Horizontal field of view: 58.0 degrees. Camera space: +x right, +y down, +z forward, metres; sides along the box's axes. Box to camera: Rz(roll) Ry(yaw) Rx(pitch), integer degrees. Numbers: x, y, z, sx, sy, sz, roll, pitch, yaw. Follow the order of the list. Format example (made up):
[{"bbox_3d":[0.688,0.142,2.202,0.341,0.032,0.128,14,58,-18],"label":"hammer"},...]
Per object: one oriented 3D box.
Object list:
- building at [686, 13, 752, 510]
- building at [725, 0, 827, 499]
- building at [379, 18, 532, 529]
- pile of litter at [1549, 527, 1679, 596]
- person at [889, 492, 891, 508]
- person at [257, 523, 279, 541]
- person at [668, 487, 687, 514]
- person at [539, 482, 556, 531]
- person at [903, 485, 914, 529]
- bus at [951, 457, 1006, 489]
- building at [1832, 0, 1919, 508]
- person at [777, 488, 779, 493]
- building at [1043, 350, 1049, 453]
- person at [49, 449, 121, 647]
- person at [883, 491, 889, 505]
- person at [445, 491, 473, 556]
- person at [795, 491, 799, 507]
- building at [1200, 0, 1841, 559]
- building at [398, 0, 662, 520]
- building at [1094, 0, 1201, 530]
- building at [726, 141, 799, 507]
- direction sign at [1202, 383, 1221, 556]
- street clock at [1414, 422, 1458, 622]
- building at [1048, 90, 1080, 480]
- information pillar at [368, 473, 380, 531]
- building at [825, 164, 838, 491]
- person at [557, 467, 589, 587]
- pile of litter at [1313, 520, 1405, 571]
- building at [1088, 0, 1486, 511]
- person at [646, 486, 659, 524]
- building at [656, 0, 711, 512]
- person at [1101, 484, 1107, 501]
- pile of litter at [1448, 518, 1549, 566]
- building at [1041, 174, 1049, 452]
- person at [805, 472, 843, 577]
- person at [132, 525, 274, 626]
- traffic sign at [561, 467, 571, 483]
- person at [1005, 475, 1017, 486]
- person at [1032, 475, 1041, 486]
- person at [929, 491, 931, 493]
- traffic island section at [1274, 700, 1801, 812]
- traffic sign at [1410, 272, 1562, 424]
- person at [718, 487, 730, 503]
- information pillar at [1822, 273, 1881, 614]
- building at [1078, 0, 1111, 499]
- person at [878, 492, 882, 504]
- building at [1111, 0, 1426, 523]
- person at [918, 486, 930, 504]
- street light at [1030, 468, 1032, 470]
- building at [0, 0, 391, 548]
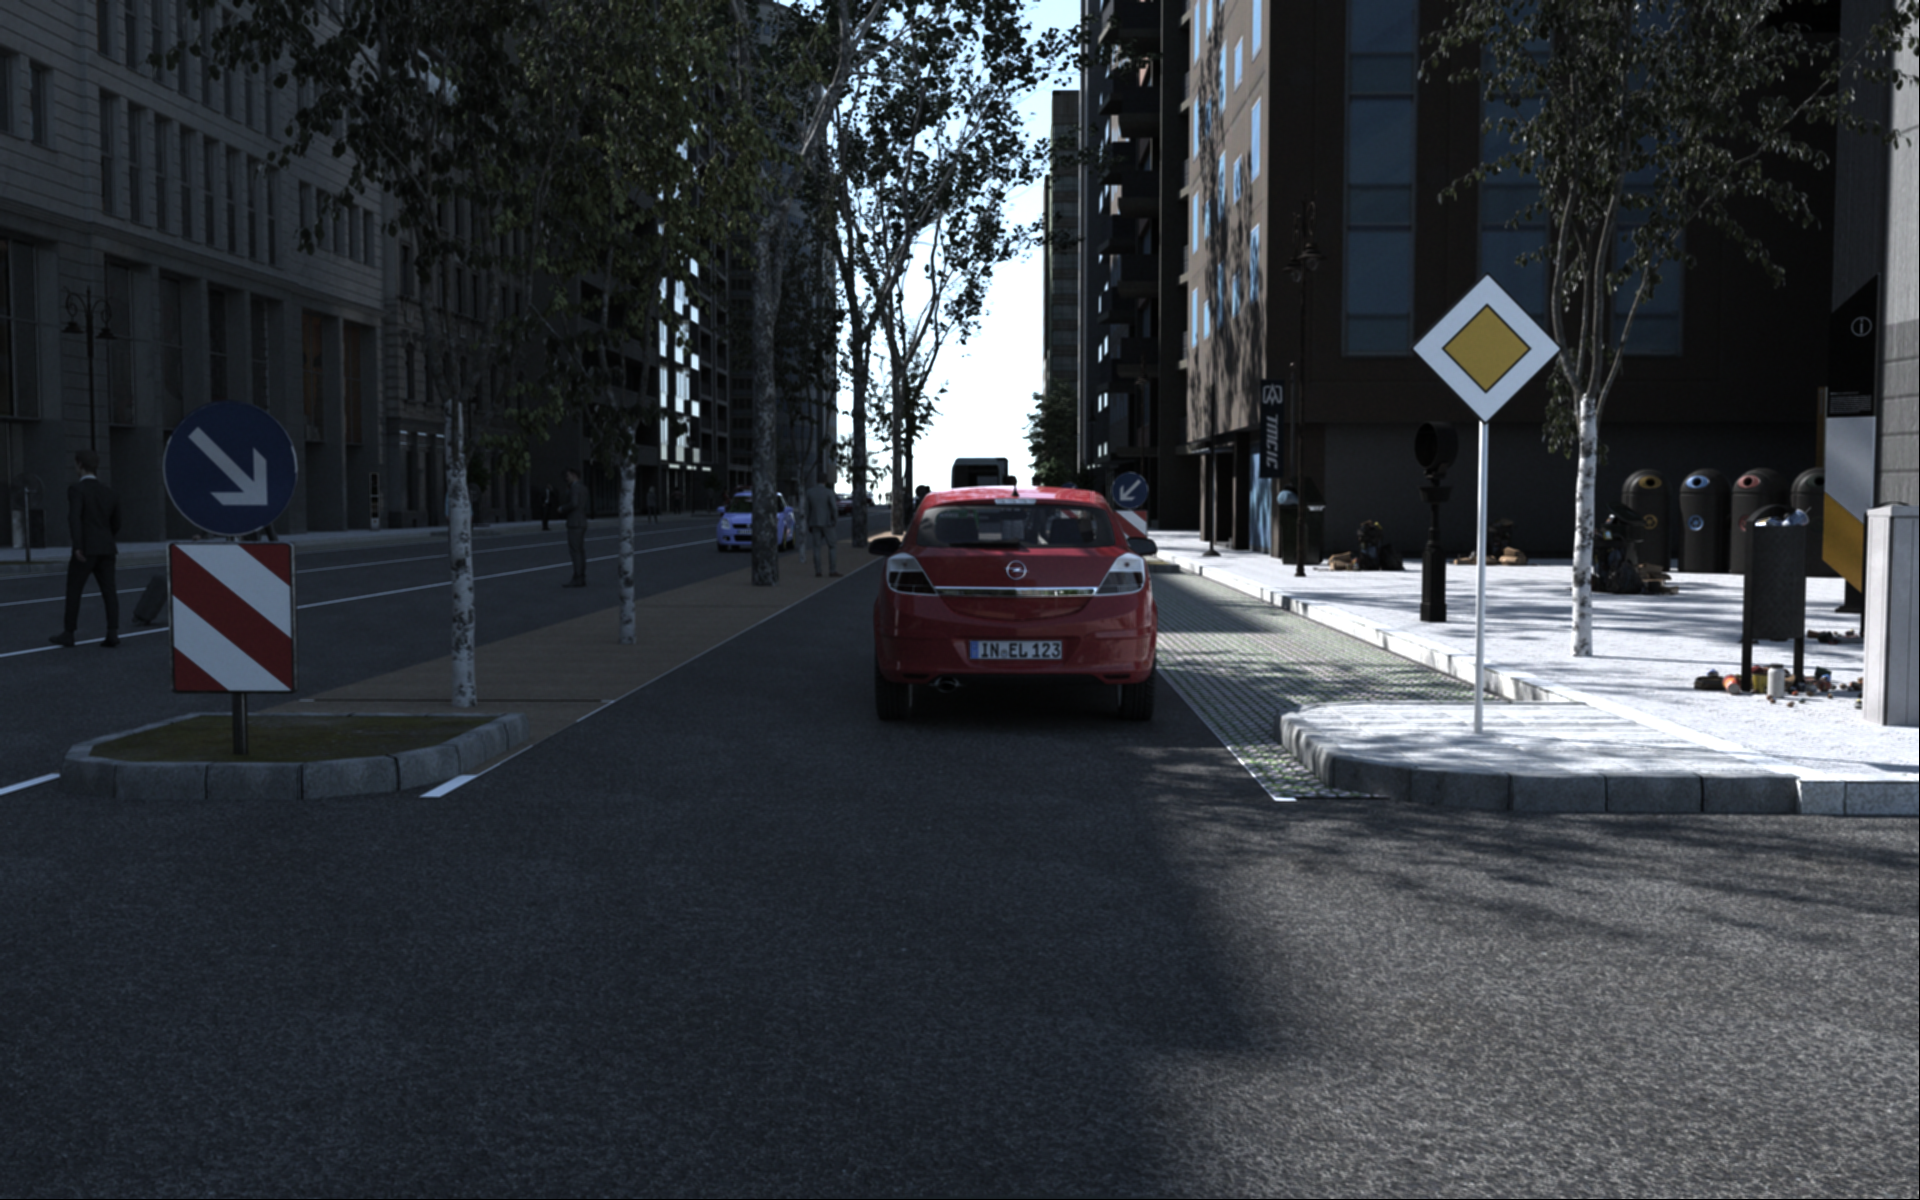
[{"bbox_3d":[-28.494,-43.318,146.498,20.563,71.187,20.611,0,4,1],"label":"building"},{"bbox_3d":[-27.906,-40.659,206.766,21.231,58.520,28.212,0,4,1],"label":"building"},{"bbox_3d":[-25.097,-13.652,72.366,9.793,20.994,18.267,0,4,1],"label":"building"},{"bbox_3d":[8.671,-0.533,22.678,1.176,0.858,1.719,0,4,-3],"label":"pile of litter"},{"bbox_3d":[-6.901,-10.008,172.935,0.445,1.727,0.742,-2,4,-32],"label":"person"},{"bbox_3d":[-17.100,-2.071,42.630,0.678,1.792,0.850,2,4,31],"label":"person"},{"bbox_3d":[-17.854,-6.279,109.420,1.217,1.736,0.721,0,4,-7],"label":"person"},{"bbox_3d":[-16.153,-3.673,67.915,0.474,1.900,0.648,2,4,33],"label":"person"},{"bbox_3d":[-2.096,-3.806,70.910,0.537,1.800,0.526,-2,4,-34],"label":"person"},{"bbox_3d":[1.017,-6.035,93.529,2.948,3.499,13.247,0,4,2],"label":"bus"},{"bbox_3d":[28.787,-29.189,19.242,28.212,58.520,21.231,0,4,1],"label":"building"},{"bbox_3d":[-16.825,-9.425,160.284,0.705,1.807,1.348,2,4,29],"label":"person"},{"bbox_3d":[24.580,-22.637,215.146,27.650,21.520,28.899,0,4,1],"label":"building"},{"bbox_3d":[-8.209,-0.487,16.245,0.755,1.850,0.659,2,4,26],"label":"person"},{"bbox_3d":[-9.621,-13.443,228.237,1.348,1.831,0.705,-1,4,-9],"label":"person"},{"bbox_3d":[-11.534,-1.926,39.850,0.638,1.841,0.748,-1,4,-20],"label":"person"},{"bbox_3d":[-16.514,-10.302,175.952,0.415,1.643,0.593,1,4,21],"label":"person"},{"bbox_3d":[13.036,-23.824,39.639,14.600,45.320,14.200,0,4,1],"label":"building"},{"bbox_3d":[-29.351,-28.857,95.507,21.300,48.544,21.600,0,4,1],"label":"building"},{"bbox_3d":[16.945,-25.347,69.056,22.147,44.769,28.867,0,4,1],"label":"building"},{"bbox_3d":[-33.260,-29.939,181.381,32.217,40.220,23.993,0,4,1],"label":"building"},{"bbox_3d":[5.225,-2.684,35.873,0.379,3.537,0.876,0,4,7],"label":"direction sign"},{"bbox_3d":[4.764,-0.783,17.379,0.358,2.002,0.471,-1,4,-15],"label":"street clock"},{"bbox_3d":[16.274,-30.277,178.622,14.154,41.232,14.086,0,4,1],"label":"building"},{"bbox_3d":[-20.287,-3.393,59.974,0.304,2.012,0.304,-2,4,-26],"label":"information pillar"},{"bbox_3d":[-23.764,-35.360,228.250,14.600,45.320,14.200,0,4,1],"label":"building"},{"bbox_3d":[-6.019,-1.135,26.861,0.447,1.846,0.655,0,4,2],"label":"person"},{"bbox_3d":[6.758,-0.937,29.278,1.719,0.858,1.176,0,4,-5],"label":"pile of litter"},{"bbox_3d":[20.758,-30.213,113.592,23.786,49.044,30.456,0,4,1],"label":"building"},{"bbox_3d":[-14.811,-4.564,83.299,0.537,1.800,0.526,2,4,30],"label":"person"},{"bbox_3d":[-30.914,-30.697,121.511,23.786,49.044,30.456,0,4,1],"label":"building"},{"bbox_3d":[7.346,-5.025,88.338,0.705,1.807,1.348,0,4,3],"label":"person"},{"bbox_3d":[9.766,-1.066,31.391,1.176,0.858,1.719,-3,5,-43],"label":"pile of litter"},{"bbox_3d":[18.213,-35.839,236.073,14.600,45.320,14.200,0,4,1],"label":"building"},{"bbox_3d":[-2.363,-1.299,29.843,0.635,1.810,0.391,1,4,11],"label":"person"},{"bbox_3d":[-8.328,-0.642,19.212,1.509,1.804,0.699,-1,4,-16],"label":"person"},{"bbox_3d":[-18.145,-4.912,80.423,0.768,2.556,0.104,0,4,3],"label":"traffic sign"},{"bbox_3d":[0.935,-1.273,29.876,0.480,1.755,0.524,0,4,8],"label":"person"},{"bbox_3d":[1.735,-1.758,37.208,0.822,1.834,0.622,2,4,26],"label":"person"},{"bbox_3d":[-3.103,-9.883,170.541,0.683,1.767,0.568,0,4,-4],"label":"person"},{"bbox_3d":[2.818,0.796,9.266,2.009,0.180,2.903,0,4,1],"label":"traffic island section"},{"bbox_3d":[2.795,-0.428,9.184,0.795,2.593,0.064,0,4,1],"label":"traffic sign"},{"bbox_3d":[-17.872,-7.686,131.796,0.705,1.812,1.348,2,4,34],"label":"person"},{"bbox_3d":[9.591,-1.668,18.627,0.504,3.616,0.183,3,5,44],"label":"information pillar"},{"bbox_3d":[20.376,-36.778,143.326,21.231,58.520,28.212,0,4,1],"label":"building"},{"bbox_3d":[-11.150,-14.200,241.590,0.541,1.710,0.530,-1,4,-22],"label":"person"},{"bbox_3d":[15.360,-26.998,91.531,14.600,45.320,14.200,0,4,1],"label":"building"},{"bbox_3d":[-1.492,-4.374,79.999,0.713,1.824,0.794,3,4,37],"label":"person"},{"bbox_3d":[9.966,-16.526,242.994,0.468,5.910,1.993,0,4,1],"label":"street light"},{"bbox_3d":[-26.695,-16.553,48.137,11.434,29.767,29.804,0,4,1],"label":"building"}]
